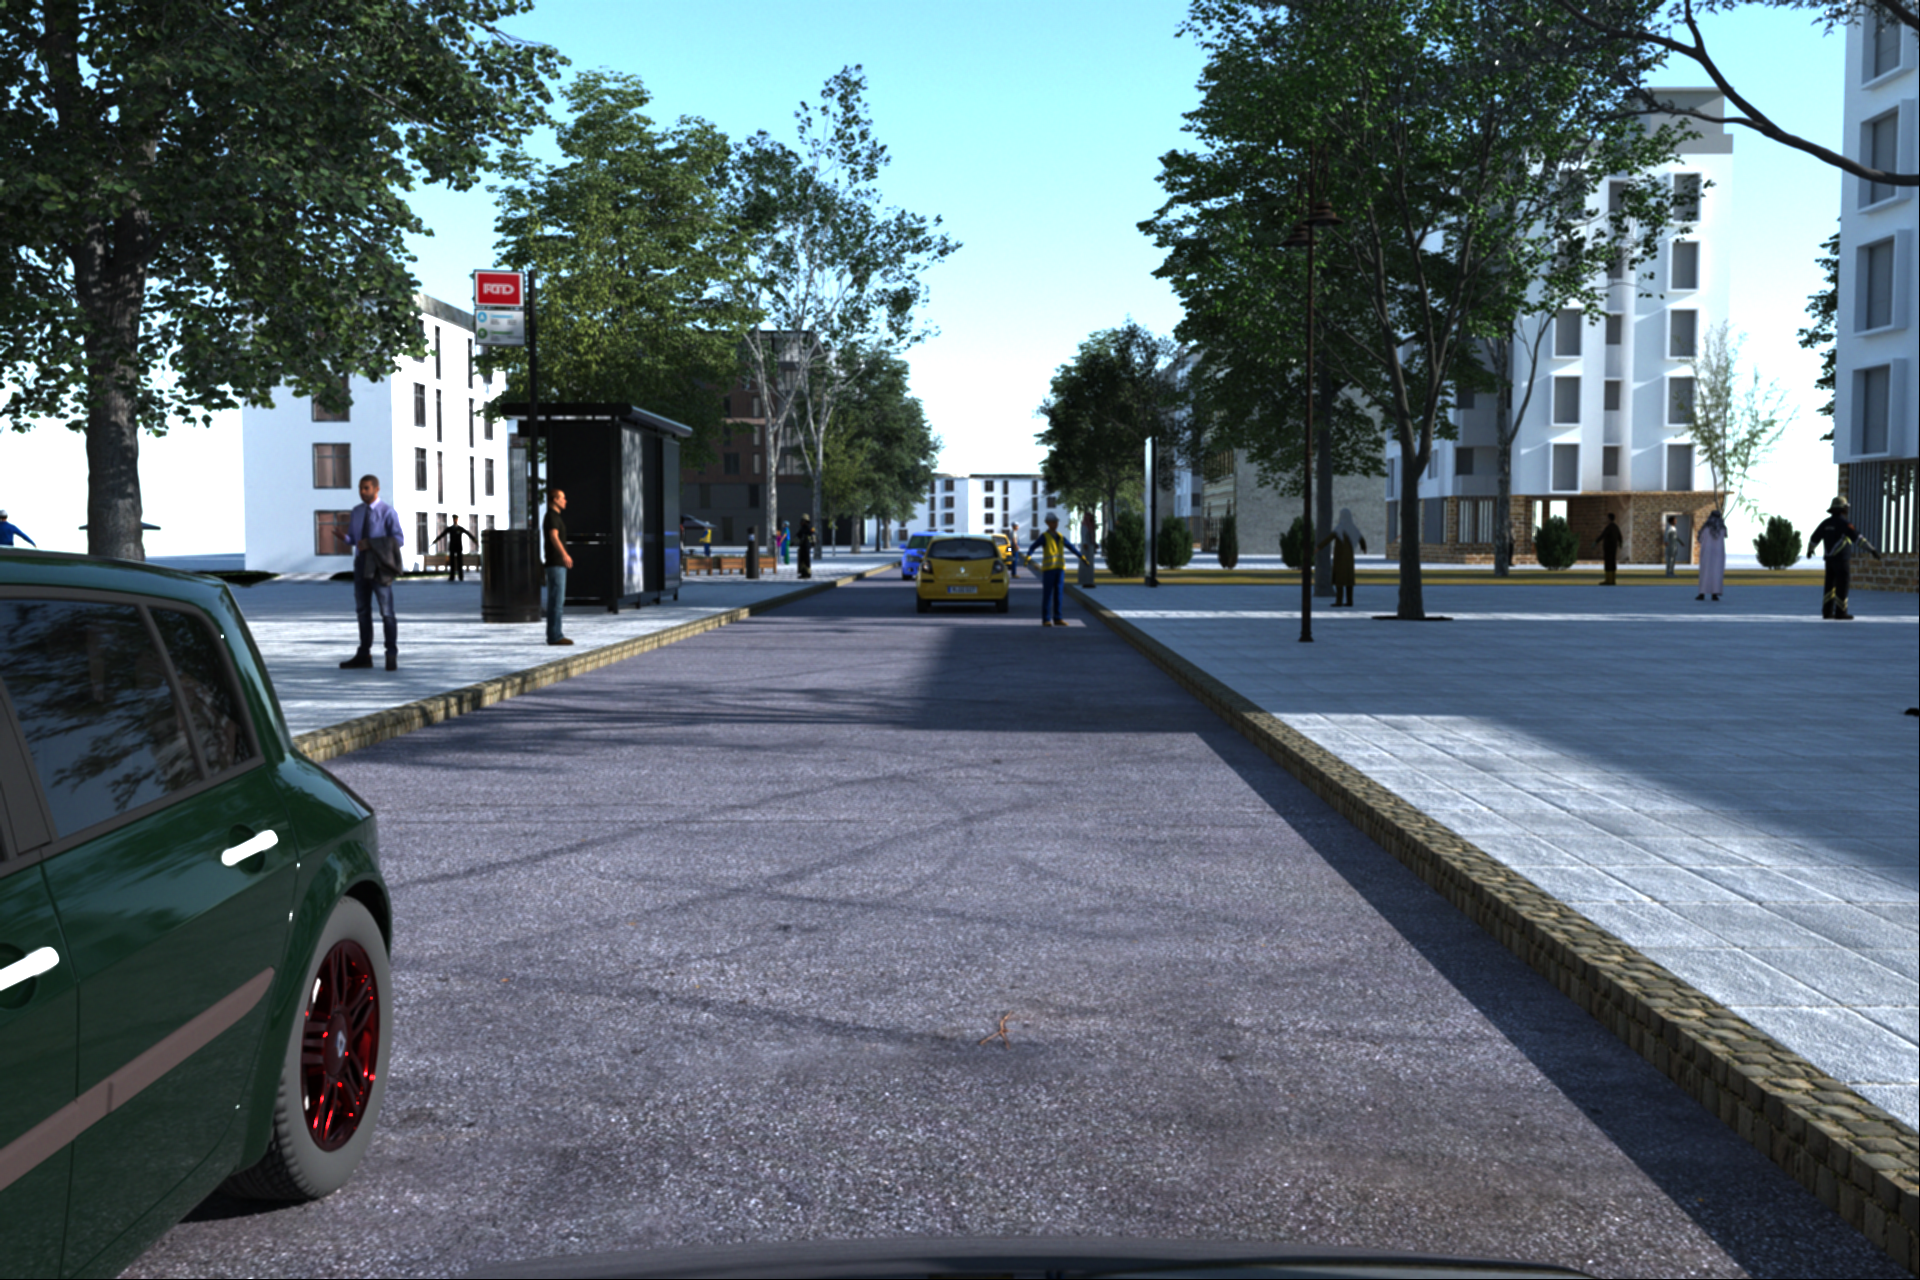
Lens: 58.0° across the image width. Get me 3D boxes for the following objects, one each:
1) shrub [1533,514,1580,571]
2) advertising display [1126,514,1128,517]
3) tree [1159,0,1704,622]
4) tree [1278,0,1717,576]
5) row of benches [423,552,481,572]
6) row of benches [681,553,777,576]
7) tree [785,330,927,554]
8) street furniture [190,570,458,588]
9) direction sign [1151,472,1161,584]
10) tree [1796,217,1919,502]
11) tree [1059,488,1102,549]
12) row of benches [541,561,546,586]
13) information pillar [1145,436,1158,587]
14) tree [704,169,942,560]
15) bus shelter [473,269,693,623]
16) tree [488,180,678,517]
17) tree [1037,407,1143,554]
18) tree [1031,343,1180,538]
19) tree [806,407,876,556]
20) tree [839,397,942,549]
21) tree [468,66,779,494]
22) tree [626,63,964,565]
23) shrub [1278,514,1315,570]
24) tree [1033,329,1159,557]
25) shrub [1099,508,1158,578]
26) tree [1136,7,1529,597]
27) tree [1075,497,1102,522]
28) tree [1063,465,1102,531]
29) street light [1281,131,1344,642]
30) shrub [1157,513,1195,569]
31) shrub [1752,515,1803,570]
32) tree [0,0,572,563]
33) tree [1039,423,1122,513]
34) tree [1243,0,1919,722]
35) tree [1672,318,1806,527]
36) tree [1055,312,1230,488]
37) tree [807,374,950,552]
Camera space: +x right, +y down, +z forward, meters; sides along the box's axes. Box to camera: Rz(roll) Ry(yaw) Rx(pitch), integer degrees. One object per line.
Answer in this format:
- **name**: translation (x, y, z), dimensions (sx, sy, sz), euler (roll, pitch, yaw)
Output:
- **shrub**: translation (21.014, -3.462, 61.019), dimensions (1.690, 2.028, 1.600), euler (0, 3, 0)
- **advertising display**: translation (5.305, -3.056, 55.187), dimensions (0.123, 1.923, 0.974), euler (0, 4, 1)
- **tree**: translation (6.823, -6.114, 25.723), dimensions (9.928, 11.665, 9.643), euler (0, 3, 0)
- **tree**: translation (15.404, -11.958, 51.406), dimensions (12.611, 20.169, 13.585), euler (0, 3, 0)
- **row of benches**: translation (-16.514, -2.656, 58.892), dimensions (4.104, 0.672, 1.422), euler (2, 4, 28)
- **row of benches**: translation (-7.297, -2.386, 54.480), dimensions (1.422, 0.672, 4.104), euler (3, 4, 38)
- **tree**: translation (-6.674, -12.428, 109.859), dimensions (9.857, 13.997, 8.962), euler (0, 3, 0)
- **street furniture**: translation (-29.362, -2.666, 48.612), dimensions (27.439, 1.986, 14.083), euler (0, 4, 7)
- **direction sign**: translation (4.953, -3.194, 44.222), dimensions (0.379, 3.537, 0.876), euler (0, 4, -1)
- **tree**: translation (29.644, -8.808, 50.661), dimensions (9.857, 13.997, 8.962), euler (0, 3, 0)
- **tree**: translation (9.550, -11.587, 139.809), dimensions (4.737, 8.622, 4.395), euler (0, 3, 0)
- **row of benches**: translation (-10.928, -1.752, 44.109), dimensions (1.422, 0.672, 4.104), euler (-1, 4, -15)
- **information pillar**: translation (4.686, -3.128, 42.456), dimensions (0.184, 3.620, 1.656), euler (0, 4, 2)
- **tree**: translation (-7.015, -14.145, 87.166), dimensions (12.611, 20.169, 13.585), euler (0, 3, 0)
- **bus shelter**: translation (-6.272, -3.146, 29.065), dimensions (2.179, 5.291, 8.768), euler (0, 4, 0)
- **tree**: translation (-8.148, -5.292, 36.891), dimensions (4.737, 8.622, 4.395), euler (0, 3, 0)
- **tree**: translation (8.258, -10.723, 109.729), dimensions (7.601, 10.594, 8.767), euler (-2, 4, -30)
- **tree**: translation (7.366, -9.207, 84.949), dimensions (7.601, 10.594, 8.767), euler (1, 4, 23)
- **tree**: translation (-7.159, -9.209, 100.929), dimensions (4.737, 8.622, 4.395), euler (0, 3, 0)
- **tree**: translation (-6.281, -14.701, 147.020), dimensions (9.857, 13.997, 8.962), euler (0, 3, 0)
- **tree**: translation (-8.456, -7.652, 43.234), dimensions (7.486, 12.596, 7.792), euler (0, 3, 0)
- **tree**: translation (-6.714, -13.094, 69.978), dimensions (12.611, 20.169, 13.585), euler (0, 3, 0)
- **shrub**: translation (12.111, -3.486, 61.411), dimensions (1.690, 2.028, 1.600), euler (0, 3, 0)
- **tree**: translation (7.711, -10.897, 96.293), dimensions (7.486, 12.596, 7.792), euler (0, 3, 0)
- **shrub**: translation (4.932, -2.846, 50.569), dimensions (1.661, 2.075, 1.752), euler (0, 3, 0)
- **tree**: translation (7.374, -7.133, 34.757), dimensions (7.486, 12.596, 7.792), euler (0, 3, 0)
- **tree**: translation (18.216, -17.672, 239.304), dimensions (4.360, 8.622, 3.978), euler (0, 3, 0)
- **tree**: translation (8.402, -10.352, 119.615), dimensions (4.737, 8.622, 4.395), euler (0, 3, 0)
- **street light**: translation (4.125, -2.916, 20.467), dimensions (0.468, 5.910, 1.993), euler (0, 4, 1)
- **shrub**: translation (7.723, -3.605, 62.979), dimensions (1.661, 2.075, 1.752), euler (0, 3, 0)
- **shrub**: translation (29.413, -3.541, 62.314), dimensions (1.690, 2.028, 1.600), euler (0, 3, 0)
- **tree**: translation (-8.504, -6.738, 16.816), dimensions (9.857, 13.997, 8.962), euler (0, 3, 0)
- **tree**: translation (9.062, -11.817, 127.617), dimensions (7.601, 10.594, 8.767), euler (-3, 5, -40)
- **tree**: translation (7.253, -6.193, 11.620), dimensions (12.009, 13.543, 11.850), euler (0, 3, 0)
- **tree**: translation (26.036, -6.661, 59.270), dimensions (4.360, 8.622, 3.978), euler (0, 3, 0)
- **tree**: translation (7.968, -8.485, 73.145), dimensions (7.601, 10.594, 8.767), euler (2, 4, 25)
- **tree**: translation (-5.925, -13.271, 127.352), dimensions (12.009, 13.543, 11.850), euler (0, 3, 0)
